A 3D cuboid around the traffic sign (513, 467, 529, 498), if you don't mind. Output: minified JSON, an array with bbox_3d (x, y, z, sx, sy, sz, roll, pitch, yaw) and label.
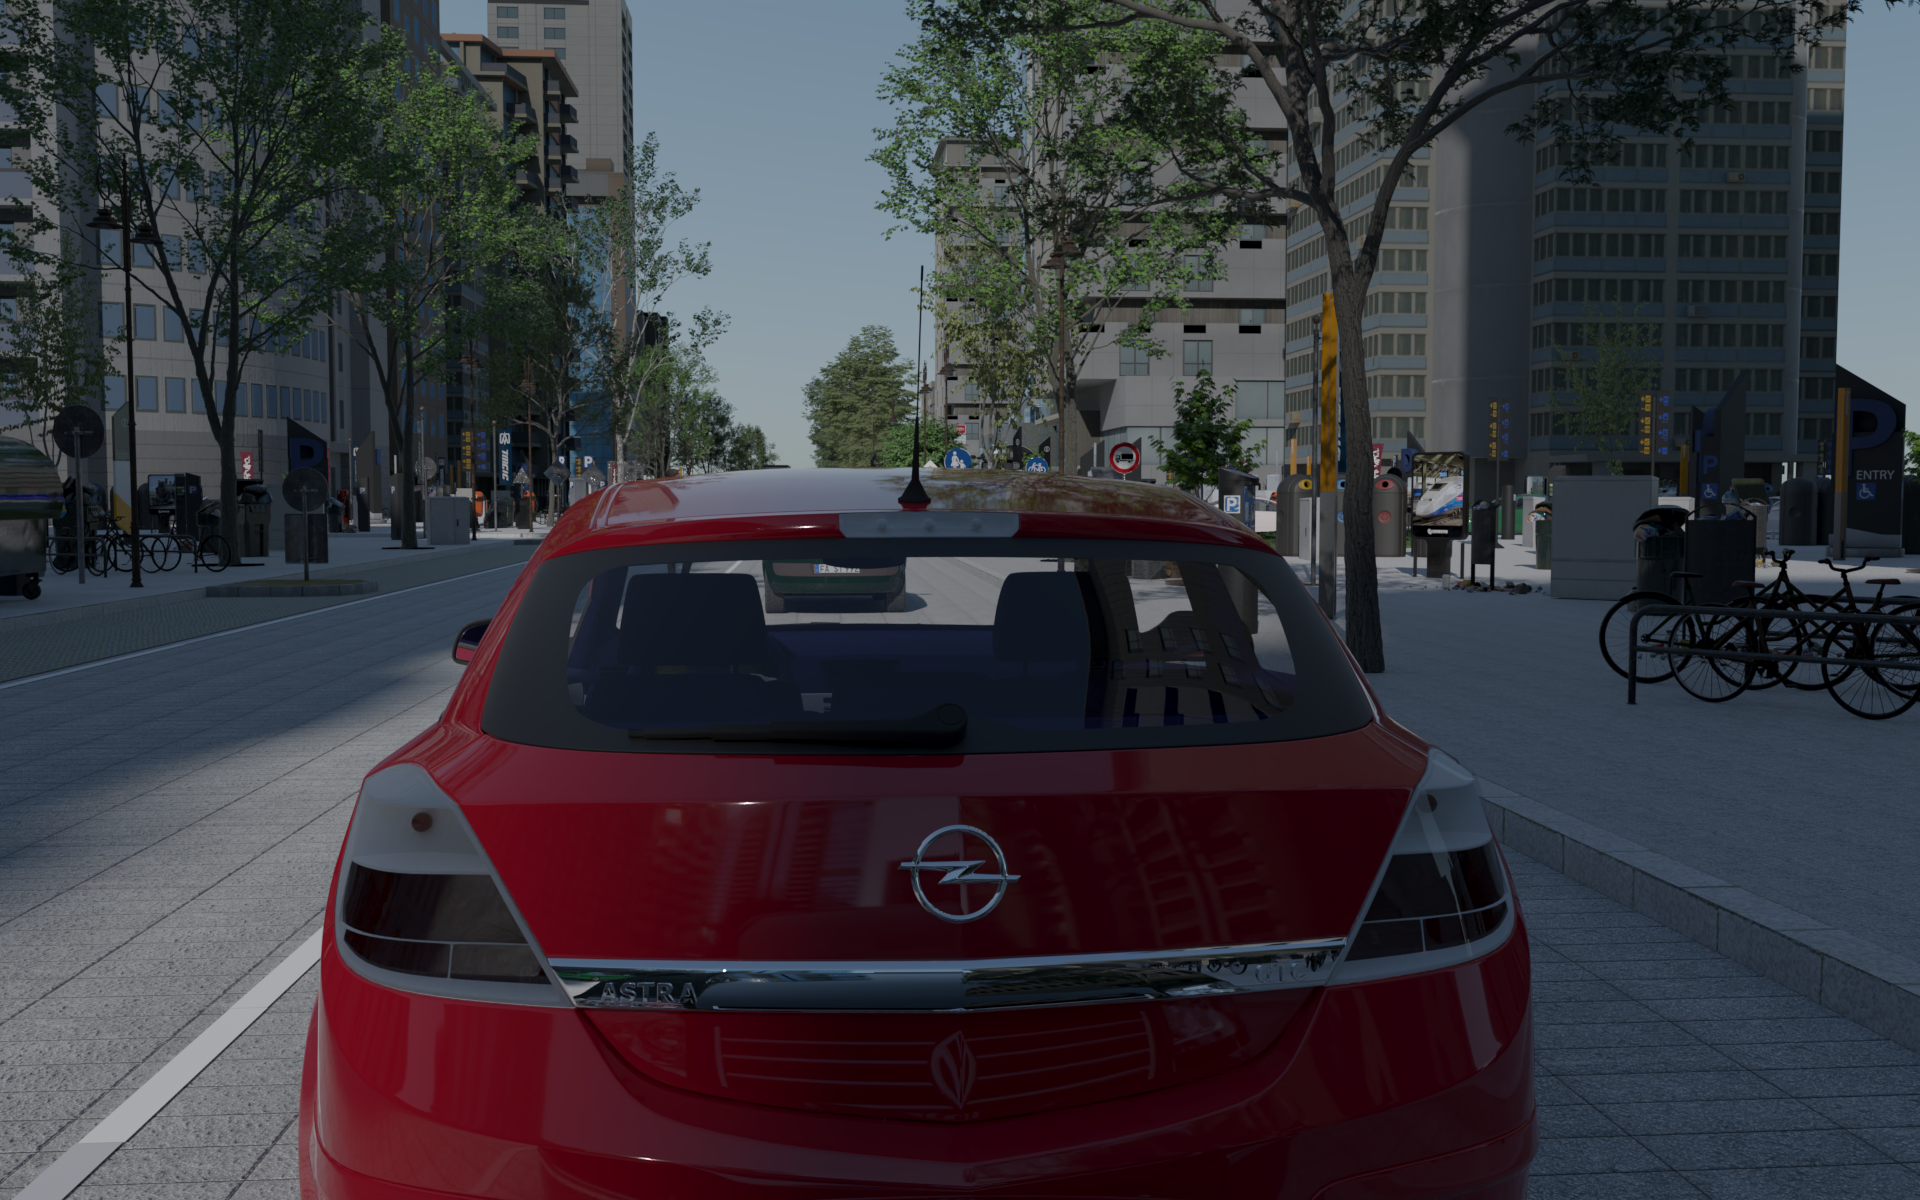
[{"bbox_3d":[-21.017,-5.083,83.119,0.884,2.594,0.081,0,4,0],"label":"traffic sign"}]

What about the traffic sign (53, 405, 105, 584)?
[{"bbox_3d":[-12.570,-1.505,24.719,0.768,2.556,0.104,0,4,3],"label":"traffic sign"}]

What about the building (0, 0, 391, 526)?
[{"bbox_3d":[-41.527,-32.997,81.493,21.231,58.520,28.212,0,4,-5],"label":"building"}]

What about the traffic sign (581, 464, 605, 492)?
[{"bbox_3d":[-12.253,-3.315,57.837,0.795,2.450,0.064,0,4,-5],"label":"traffic sign"}]

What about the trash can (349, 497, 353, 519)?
[{"bbox_3d":[-30.138,-4.533,85.774,0.748,1.137,0.748,0,3,0],"label":"trash can"}]

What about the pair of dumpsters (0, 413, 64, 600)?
[{"bbox_3d":[-11.483,-1.002,18.880,1.574,2.255,4.437,0,4,-5],"label":"pair of dumpsters"}]

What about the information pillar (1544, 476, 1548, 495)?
[{"bbox_3d":[24.280,-4.142,72.216,0.304,2.012,0.304,0,4,-7],"label":"information pillar"}]

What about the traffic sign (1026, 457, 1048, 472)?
[{"bbox_3d":[2.634,-3.626,59.384,0.768,2.556,0.104,0,3,0],"label":"traffic sign"}]

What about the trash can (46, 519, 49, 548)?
[{"bbox_3d":[-20.961,-1.684,39.187,0.748,1.137,0.748,0,3,0],"label":"trash can"}]

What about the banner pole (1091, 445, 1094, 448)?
[{"bbox_3d":[7.022,-6.055,89.013,0.863,3.779,0.401,2,4,28],"label":"banner pole"}]

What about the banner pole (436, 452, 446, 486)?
[{"bbox_3d":[-30.973,-6.917,103.114,0.401,3.779,0.863,3,5,40],"label":"banner pole"}]

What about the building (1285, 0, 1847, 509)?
[{"bbox_3d":[31.086,-24.345,89.930,23.993,40.220,32.217,0,4,-5],"label":"building"}]

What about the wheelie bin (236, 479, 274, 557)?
[{"bbox_3d":[-14.482,-1.682,35.414,0.693,1.594,0.980,2,4,33],"label":"wheelie bin"}]

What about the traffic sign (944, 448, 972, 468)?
[{"bbox_3d":[-0.054,-2.929,47.994,0.768,2.556,0.104,0,4,-4],"label":"traffic sign"}]

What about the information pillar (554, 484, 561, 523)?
[{"bbox_3d":[-17.522,-4.327,75.230,0.304,2.012,0.304,0,4,6],"label":"information pillar"}]

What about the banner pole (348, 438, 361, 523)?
[{"bbox_3d":[-27.162,-5.366,77.746,0.863,3.779,0.401,1,4,21],"label":"banner pole"}]

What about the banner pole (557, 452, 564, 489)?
[{"bbox_3d":[-23.797,-6.909,102.972,0.401,3.779,0.863,2,4,28],"label":"banner pole"}]

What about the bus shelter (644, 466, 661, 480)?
[{"bbox_3d":[-23.021,-8.171,127.516,2.014,3.302,5.546,0,4,-5],"label":"bus shelter"}]

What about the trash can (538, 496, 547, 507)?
[{"bbox_3d":[-30.281,-6.970,125.619,0.748,1.137,0.748,0,3,0],"label":"trash can"}]

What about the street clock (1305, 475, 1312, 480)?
[{"bbox_3d":[13.065,-3.687,64.860,0.471,2.002,0.358,-2,4,-34],"label":"street clock"}]

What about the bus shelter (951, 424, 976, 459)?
[{"bbox_3d":[-0.506,-7.299,96.976,2.179,5.291,8.768,0,4,-5],"label":"bus shelter"}]

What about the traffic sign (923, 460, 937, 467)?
[{"bbox_3d":[-0.872,-2.882,50.761,0.795,2.450,0.064,0,4,-5],"label":"traffic sign"}]

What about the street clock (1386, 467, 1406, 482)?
[{"bbox_3d":[11.667,-2.558,46.386,0.471,2.002,0.358,3,5,39],"label":"street clock"}]

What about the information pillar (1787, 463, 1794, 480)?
[{"bbox_3d":[45.503,-6.337,94.964,0.504,3.616,0.183,-2,4,-30],"label":"information pillar"}]

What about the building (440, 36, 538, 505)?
[{"bbox_3d":[-52.220,-27.496,141.443,32.217,40.220,23.993,0,4,-5],"label":"building"}]

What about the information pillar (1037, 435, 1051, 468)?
[{"bbox_3d":[3.375,-4.744,68.924,0.504,3.616,0.183,-1,4,-13],"label":"information pillar"}]

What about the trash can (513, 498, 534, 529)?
[{"bbox_3d":[-15.957,-3.160,63.325,0.748,1.137,0.748,0,3,0],"label":"trash can"}]

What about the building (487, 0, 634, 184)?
[{"bbox_3d":[-55.669,-49.706,250.949,20.563,71.187,20.611,0,4,-5],"label":"building"}]

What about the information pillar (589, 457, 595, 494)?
[{"bbox_3d":[-23.173,-7.205,109.161,0.504,3.616,0.183,2,4,28],"label":"information pillar"}]

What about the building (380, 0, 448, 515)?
[{"bbox_3d":[-41.761,-28.197,111.131,14.600,45.320,14.200,0,4,-5],"label":"building"}]

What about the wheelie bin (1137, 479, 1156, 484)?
[{"bbox_3d":[3.836,-1.682,35.403,0.693,1.594,0.980,3,4,39],"label":"wheelie bin"}]

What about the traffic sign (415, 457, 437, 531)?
[{"bbox_3d":[-18.344,-3.630,59.451,0.768,2.556,0.104,0,4,4],"label":"traffic sign"}]

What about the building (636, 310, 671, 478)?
[{"bbox_3d":[-52.887,-30.488,270.172,14.160,30.474,14.107,0,4,-5],"label":"building"}]

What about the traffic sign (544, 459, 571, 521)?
[{"bbox_3d":[-11.580,-2.828,49.880,0.795,2.450,0.064,0,4,-5],"label":"traffic sign"}]

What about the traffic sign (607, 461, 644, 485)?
[{"bbox_3d":[-20.538,-6.883,106.413,2.265,3.308,0.079,0,4,5],"label":"traffic sign"}]

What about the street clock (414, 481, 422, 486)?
[{"bbox_3d":[-30.284,-5.630,96.617,0.471,2.002,0.358,-3,5,-41],"label":"street clock"}]

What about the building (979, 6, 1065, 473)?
[{"bbox_3d":[14.567,-53.079,180.517,22.319,86.520,31.000,0,4,-5],"label":"building"}]

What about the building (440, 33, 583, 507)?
[{"bbox_3d":[-49.000,-31.402,168.049,22.147,44.769,28.867,0,4,-5],"label":"building"}]

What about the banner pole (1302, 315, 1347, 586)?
[{"bbox_3d":[5.177,-2.106,24.442,0.863,3.779,0.401,-2,4,-32],"label":"banner pole"}]

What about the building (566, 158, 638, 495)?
[{"bbox_3d":[-51.458,-35.731,234.311,14.600,45.320,14.200,0,4,-5],"label":"building"}]

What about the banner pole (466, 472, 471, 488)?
[{"bbox_3d":[-21.672,-5.281,76.363,0.401,3.779,0.863,0,4,-1],"label":"banner pole"}]

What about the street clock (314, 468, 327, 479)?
[{"bbox_3d":[-18.167,-2.718,49.006,0.471,2.002,0.358,1,4,20],"label":"street clock"}]

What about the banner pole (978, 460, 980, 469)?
[{"bbox_3d":[1.622,-8.427,127.790,0.863,3.779,0.401,1,4,20],"label":"banner pole"}]

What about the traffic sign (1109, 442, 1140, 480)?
[{"bbox_3d":[4.032,-2.596,42.549,0.768,2.556,0.104,0,4,-1],"label":"traffic sign"}]

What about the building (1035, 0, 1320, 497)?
[{"bbox_3d":[20.171,-32.546,121.371,28.713,52.752,27.495,0,4,-5],"label":"building"}]

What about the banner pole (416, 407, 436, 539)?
[{"bbox_3d":[-15.377,-3.634,49.440,0.401,3.779,0.863,0,4,-2],"label":"banner pole"}]

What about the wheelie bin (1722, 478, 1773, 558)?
[{"bbox_3d":[15.876,-1.659,35.025,0.980,1.594,0.693,0,4,-1],"label":"wheelie bin"}]

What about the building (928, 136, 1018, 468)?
[{"bbox_3d":[10.635,-40.458,250.726,28.713,52.752,27.495,0,4,-5],"label":"building"}]

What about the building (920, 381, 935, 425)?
[{"bbox_3d":[8.199,-26.605,280.035,27.650,21.520,28.899,0,4,-5],"label":"building"}]

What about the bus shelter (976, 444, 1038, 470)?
[{"bbox_3d":[1.919,-4.798,72.364,2.014,3.302,5.546,0,4,-5],"label":"bus shelter"}]

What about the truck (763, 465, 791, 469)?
[{"bbox_3d":[-17.828,-10.978,168.406,2.839,4.237,11.283,0,4,-4],"label":"truck"}]

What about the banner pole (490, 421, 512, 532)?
[{"bbox_3d":[-15.636,-4.221,59.030,0.863,3.779,0.401,1,4,14],"label":"banner pole"}]

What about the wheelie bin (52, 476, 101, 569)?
[{"bbox_3d":[-15.282,-1.349,29.963,0.693,1.594,0.980,-1,4,-11],"label":"wheelie bin"}]
